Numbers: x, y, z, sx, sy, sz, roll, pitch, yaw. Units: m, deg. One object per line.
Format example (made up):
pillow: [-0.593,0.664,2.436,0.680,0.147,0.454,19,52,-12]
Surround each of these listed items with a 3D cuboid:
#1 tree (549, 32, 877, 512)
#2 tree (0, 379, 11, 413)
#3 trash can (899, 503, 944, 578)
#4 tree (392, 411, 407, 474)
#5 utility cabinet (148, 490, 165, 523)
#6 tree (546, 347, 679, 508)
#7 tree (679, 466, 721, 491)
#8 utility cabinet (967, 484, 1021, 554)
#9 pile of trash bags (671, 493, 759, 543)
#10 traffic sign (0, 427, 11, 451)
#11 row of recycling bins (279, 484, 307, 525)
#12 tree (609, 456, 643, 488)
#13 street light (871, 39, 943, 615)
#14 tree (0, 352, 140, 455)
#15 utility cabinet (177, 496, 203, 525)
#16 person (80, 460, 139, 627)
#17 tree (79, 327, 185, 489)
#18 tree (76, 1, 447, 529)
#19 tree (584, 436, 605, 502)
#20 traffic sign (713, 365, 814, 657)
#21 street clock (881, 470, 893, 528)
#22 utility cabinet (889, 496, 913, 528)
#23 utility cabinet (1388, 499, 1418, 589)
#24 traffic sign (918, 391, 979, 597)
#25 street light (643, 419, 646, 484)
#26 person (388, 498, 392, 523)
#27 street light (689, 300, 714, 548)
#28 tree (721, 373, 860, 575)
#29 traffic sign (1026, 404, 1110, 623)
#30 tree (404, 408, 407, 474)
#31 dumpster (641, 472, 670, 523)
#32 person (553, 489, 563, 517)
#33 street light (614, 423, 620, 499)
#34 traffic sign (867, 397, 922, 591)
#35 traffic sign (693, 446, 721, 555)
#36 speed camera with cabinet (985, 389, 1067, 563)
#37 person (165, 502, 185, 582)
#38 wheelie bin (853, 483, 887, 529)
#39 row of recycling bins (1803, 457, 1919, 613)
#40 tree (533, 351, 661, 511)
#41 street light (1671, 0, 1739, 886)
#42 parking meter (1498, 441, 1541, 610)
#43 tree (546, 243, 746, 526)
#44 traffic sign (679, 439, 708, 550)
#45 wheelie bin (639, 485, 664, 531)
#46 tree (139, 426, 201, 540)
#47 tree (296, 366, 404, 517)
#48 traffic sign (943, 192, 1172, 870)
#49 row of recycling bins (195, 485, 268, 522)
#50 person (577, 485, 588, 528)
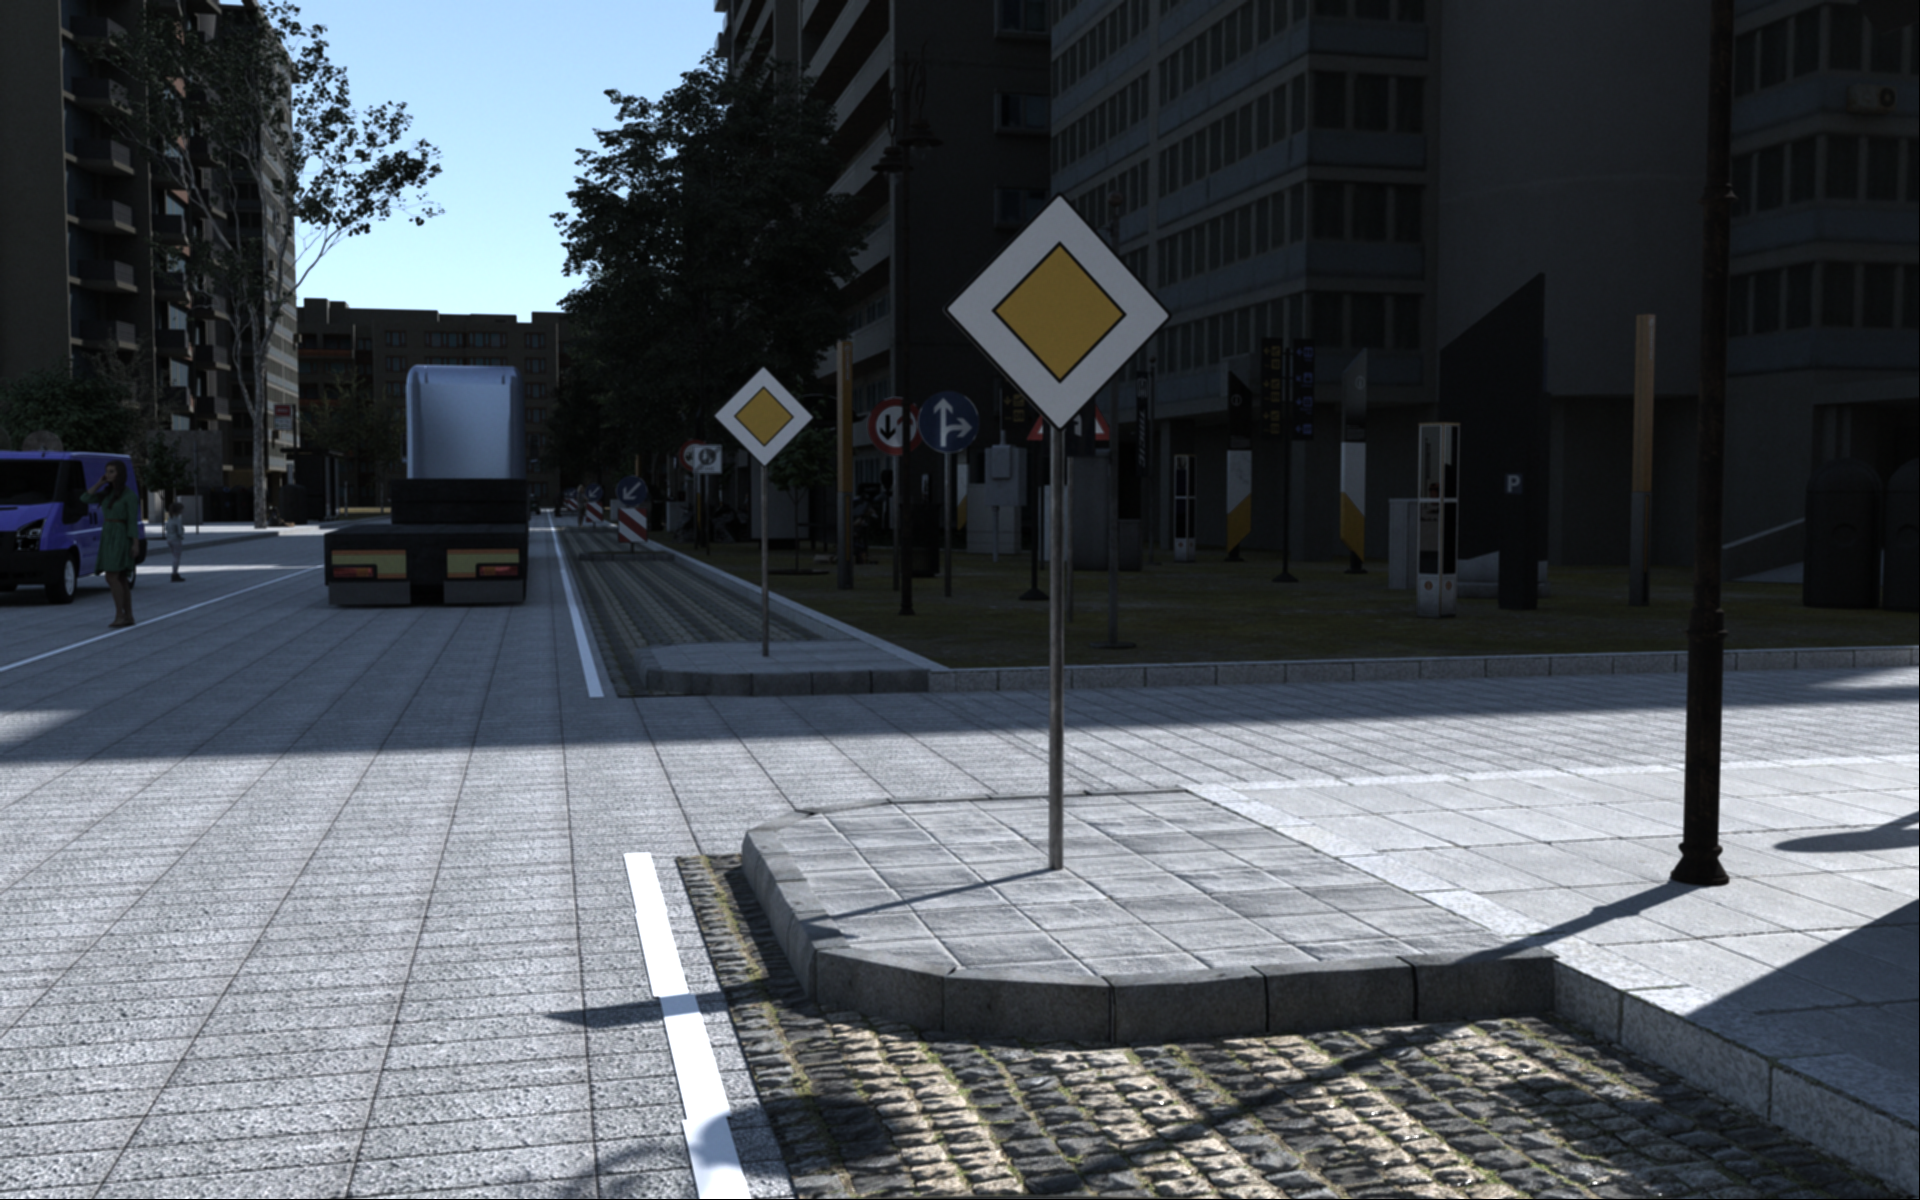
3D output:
tree: [-7.199,-8.722,49.262,9.857,13.997,8.962,0,3,0]
tree: [-44.677,-7.740,76.909,4.360,8.622,3.978,0,3,0]
trash can: [-0.618,-0.920,26.693,0.748,1.137,0.748,0,3,0]
tree: [-46.382,-12.052,147.406,4.360,8.622,3.978,0,3,0]
utility cabinet: [-35.112,-4.094,75.616,0.318,1.500,1.173,0,4,-6]
tree: [-19.726,-10.233,101.723,7.601,10.594,8.767,2,4,29]
tree: [-7.978,-3.766,56.176,1.663,3.219,1.824,0,3,0]
utility cabinet: [0.723,-1.715,36.720,1.173,1.500,0.318,2,4,31]
pile of trash bags: [-6.228,-2.259,46.681,1.912,1.369,3.447,1,4,22]
traffic sign: [-17.357,-1.886,30.945,0.768,2.556,0.104,-1,4,-11]
row of recycling bins: [-28.231,-4.054,73.388,1.069,1.692,3.534,-1,4,-16]
tree: [-15.176,-5.157,78.924,1.663,3.219,1.824,0,3,0]
street light: [-0.566,-2.779,18.225,0.468,5.910,1.993,-1,4,-13]
tree: [-20.737,-3.443,40.001,4.285,4.588,4.351,0,3,0]
utility cabinet: [-31.782,-3.689,71.473,0.306,1.237,1.020,2,4,28]
person: [-9.014,-0.601,18.572,0.600,1.795,0.529,1,4,10]
tree: [-37.196,-7.783,77.607,4.360,8.622,3.978,0,3,0]
tree: [-25.124,-12.787,64.957,12.611,20.169,13.585,0,3,0]
tree: [-31.939,-12.229,150.301,4.360,8.622,3.978,0,3,0]
traffic sign: [-1.541,-0.611,13.633,0.795,2.450,0.064,-1,4,-13]
street clock: [-2.146,-2.858,51.294,0.358,2.002,0.471,2,4,23]
utility cabinet: [-1.696,-2.369,49.889,0.306,1.237,1.020,2,4,23]
utility cabinet: [6.218,-0.772,23.782,0.306,1.237,1.020,3,4,36]
traffic sign: [-0.148,-1.311,21.544,0.768,2.556,0.104,0,4,-6]
street light: [-11.680,-5.582,64.058,0.468,5.910,1.993,-1,4,-13]
person: [-25.190,-4.185,77.119,0.583,1.804,0.606,1,4,14]
street light: [-6.147,-4.190,41.289,0.468,5.910,1.993,-1,4,-13]
tree: [-2.628,-2.022,27.665,1.663,3.219,1.824,0,3,0]
traffic sign: [1.096,-1.055,17.247,0.884,2.594,0.081,0,4,-5]
tree: [-38.903,-10.178,116.780,4.737,8.622,4.395,0,3,0]
dumpster: [-13.567,-4.509,76.210,1.502,2.255,1.985,-1,4,-14]
person: [-25.100,-6.066,108.237,0.434,1.755,0.990,-3,5,-41]
street light: [-17.146,-6.972,86.780,0.468,5.910,1.993,-1,4,-13]
traffic sign: [-0.844,-1.394,22.896,0.768,2.556,0.104,0,4,-8]
traffic sign: [-5.256,-2.076,36.080,0.606,2.300,0.079,-1,4,-9]
speed camera with cabinet: [1.521,-2.337,32.548,2.038,3.252,0.660,1,4,19]
person: [-12.816,-0.951,28.329,0.425,1.301,0.394,1,4,19]
wheelie bin: [-2.496,-2.491,48.638,0.980,1.594,0.693,-1,4,-20]
row of recycling bins: [10.959,-0.707,18.677,1.069,1.692,3.534,-3,5,-44]
tree: [-27.610,-13.137,131.793,9.611,12.733,9.660,0,3,0]
street light: [2.459,-2.006,5.578,0.468,5.910,1.993,-1,4,-13]
parking meter: [6.217,-0.830,19.287,0.255,1.863,0.399,-3,4,-38]
tree: [-12.286,-8.841,70.305,9.928,11.665,9.643,0,3,0]
traffic sign: [-6.100,-2.439,39.990,0.768,2.556,0.104,0,4,-8]
wheelie bin: [-10.706,-3.179,59.878,0.693,1.594,0.980,2,4,30]
tree: [-22.558,-3.315,48.805,1.663,3.219,1.824,0,3,0]
tree: [-35.351,-9.084,98.890,4.737,8.622,4.395,0,3,0]
traffic sign: [0.326,-0.136,5.868,0.795,2.450,0.064,-1,4,-13]
row of recycling bins: [-33.664,-4.455,79.952,1.069,1.692,3.534,2,4,32]
person: [-15.497,-3.825,71.229,0.526,1.800,0.537,3,5,45]
